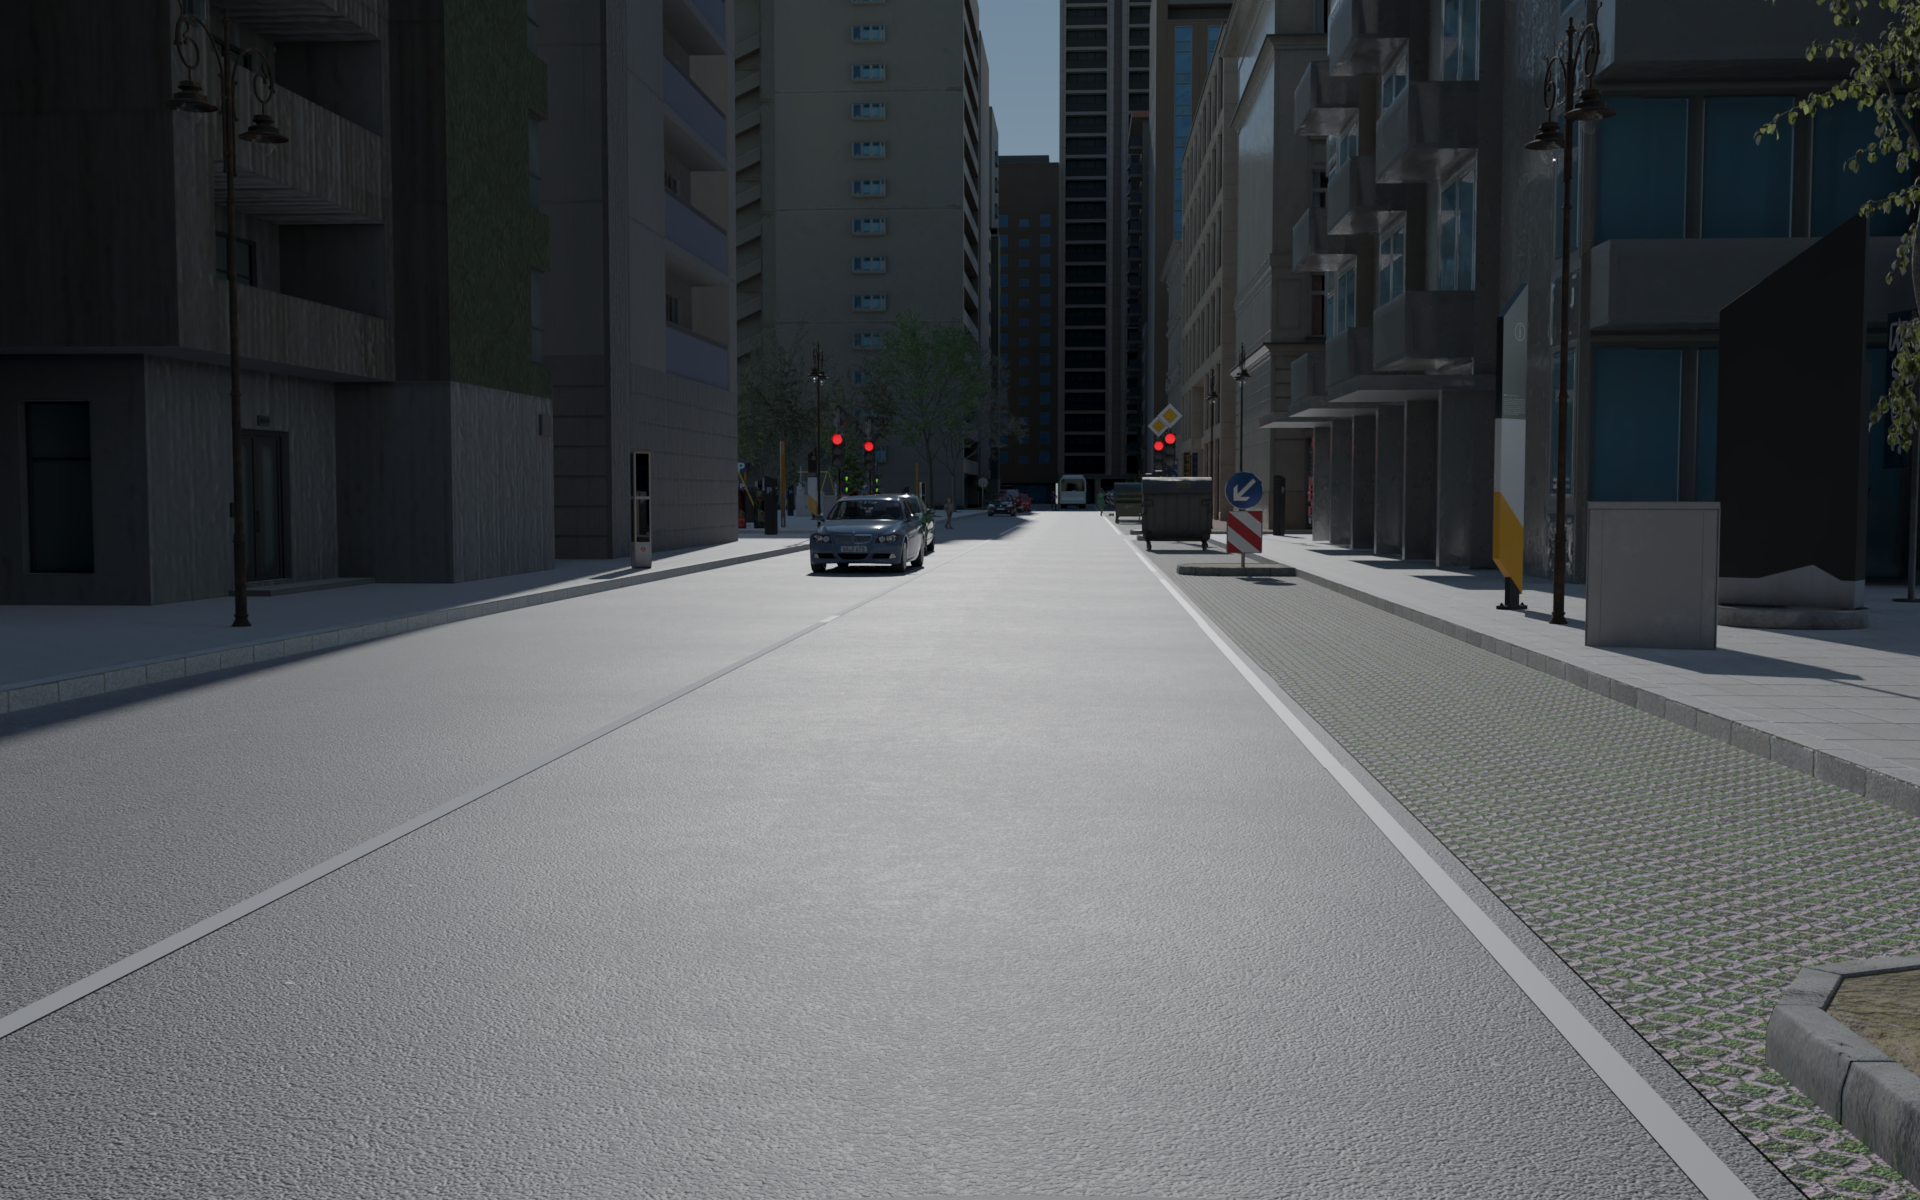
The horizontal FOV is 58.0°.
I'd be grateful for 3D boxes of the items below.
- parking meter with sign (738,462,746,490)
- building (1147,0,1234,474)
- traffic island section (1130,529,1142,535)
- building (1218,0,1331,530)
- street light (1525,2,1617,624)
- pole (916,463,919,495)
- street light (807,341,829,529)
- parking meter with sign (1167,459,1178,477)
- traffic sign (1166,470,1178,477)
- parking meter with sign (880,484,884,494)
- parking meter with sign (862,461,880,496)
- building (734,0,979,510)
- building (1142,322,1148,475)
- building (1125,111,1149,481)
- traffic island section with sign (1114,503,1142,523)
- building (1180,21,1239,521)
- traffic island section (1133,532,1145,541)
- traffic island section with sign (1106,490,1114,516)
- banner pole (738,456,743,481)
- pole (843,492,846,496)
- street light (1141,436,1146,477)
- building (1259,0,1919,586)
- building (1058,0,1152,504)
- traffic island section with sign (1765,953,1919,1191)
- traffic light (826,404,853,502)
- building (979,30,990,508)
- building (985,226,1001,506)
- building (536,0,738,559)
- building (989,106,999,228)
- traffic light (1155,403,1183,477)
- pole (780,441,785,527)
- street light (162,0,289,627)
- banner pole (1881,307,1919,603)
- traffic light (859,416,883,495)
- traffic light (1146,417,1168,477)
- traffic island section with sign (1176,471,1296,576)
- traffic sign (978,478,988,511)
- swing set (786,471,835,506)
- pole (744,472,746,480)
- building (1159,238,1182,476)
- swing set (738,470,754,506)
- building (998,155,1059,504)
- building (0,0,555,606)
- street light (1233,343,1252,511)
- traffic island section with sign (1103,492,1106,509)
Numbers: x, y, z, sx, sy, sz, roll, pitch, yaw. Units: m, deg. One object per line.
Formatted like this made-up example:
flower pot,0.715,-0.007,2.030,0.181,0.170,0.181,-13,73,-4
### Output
parking meter with sign,-11.832,-5.964,93.765,0.543,3.016,1.738,-1,4,-9
building,23.027,-30.302,145.545,14.600,45.320,14.200,0,4,4
traffic island section,7.059,-2.405,61.595,2.009,0.180,2.903,0,4,4
building,25.803,-14.343,67.797,30.059,22.955,16.112,0,4,4
street light,5.917,-2.701,16.950,0.468,5.910,1.993,0,4,4
pole,-2.784,-7.283,112.928,0.158,3.312,0.155,0,3,0
street light,-4.282,-4.875,52.499,0.468,5.910,1.993,0,4,4
parking meter with sign,10.331,-5.373,84.110,0.543,3.016,1.738,0,4,5
traffic sign,10.555,-5.312,86.959,0.768,2.556,0.104,1,4,10
parking meter with sign,-6.161,-8.316,132.219,1.738,3.016,0.543,-1,4,-20
parking meter with sign,-4.813,-5.716,89.716,0.543,3.016,1.738,1,4,17
building,-9.622,-32.076,148.144,21.300,48.544,21.600,0,4,4
building,31.968,-19.704,167.203,27.650,21.520,28.899,0,4,4
building,29.936,-33.083,195.538,22.147,44.769,28.867,0,4,4
traffic island section with sign,8.836,-4.761,86.478,1.989,1.847,2.006,0,4,4
building,23.086,-17.917,97.451,19.350,26.468,34.151,0,4,4
traffic island section,6.494,-1.917,53.630,2.009,0.180,2.903,0,4,4
traffic island section with sign,10.741,-6.406,113.366,1.989,1.847,2.006,0,4,4
banner pole,-14.556,-7.640,114.923,0.401,3.779,0.863,1,4,22
pole,-5.714,-5.607,85.525,0.158,3.312,0.155,0,3,0
street light,14.360,-9.979,135.948,0.468,5.910,1.993,0,4,4
building,19.159,-25.424,35.299,23.786,49.044,30.456,0,4,4
building,23.503,-48.355,228.862,20.611,71.187,20.563,0,4,4
traffic island section with sign,2.978,0.296,3.791,1.989,1.847,2.006,0,4,4
traffic light,-3.782,-3.994,54.225,0.839,4.253,0.868,0,4,4
building,-4.502,-31.551,165.977,14.600,45.320,14.200,0,4,4
building,-3.122,-25.018,180.741,14.160,30.474,14.107,0,4,4
building,-20.308,-30.570,41.815,28.212,58.520,21.231,0,4,4
building,-6.545,-35.365,201.914,21.600,48.544,21.300,0,4,4
traffic light,6.455,-3.951,53.519,0.839,4.253,0.868,0,4,4
pole,-6.810,-4.448,66.562,0.158,3.312,0.155,0,3,0
street light,-6.968,-2.681,16.617,0.468,5.910,1.993,0,4,4
banner pole,11.314,-1.880,20.756,0.401,3.779,0.863,0,4,-5
traffic light,-3.217,-4.481,62.190,0.839,4.253,0.868,0,4,4
traffic light,7.020,-4.438,61.484,0.839,4.253,0.868,0,4,4
traffic island section with sign,4.899,-1.366,30.968,1.989,1.847,2.006,0,4,4
traffic sign,1.781,-8.226,134.597,0.768,2.556,0.104,1,4,14
swing set,-10.399,-7.521,120.582,3.119,2.851,2.862,2,4,34
pole,-15.932,-8.236,128.508,0.158,3.312,0.155,0,3,0
building,20.659,-17.691,125.409,11.583,22.565,21.152,0,4,4
swing set,-10.457,-4.768,75.577,2.862,2.851,3.119,1,4,11
building,5.955,-35.360,228.251,14.200,45.320,14.600,0,4,4
building,-14.394,-15.325,22.269,14.160,30.474,14.107,0,4,4
street light,8.611,-4.906,53.002,0.468,5.910,1.993,0,4,4
traffic island section with sign,16.235,-11.154,190.995,1.989,1.847,2.006,0,4,4
